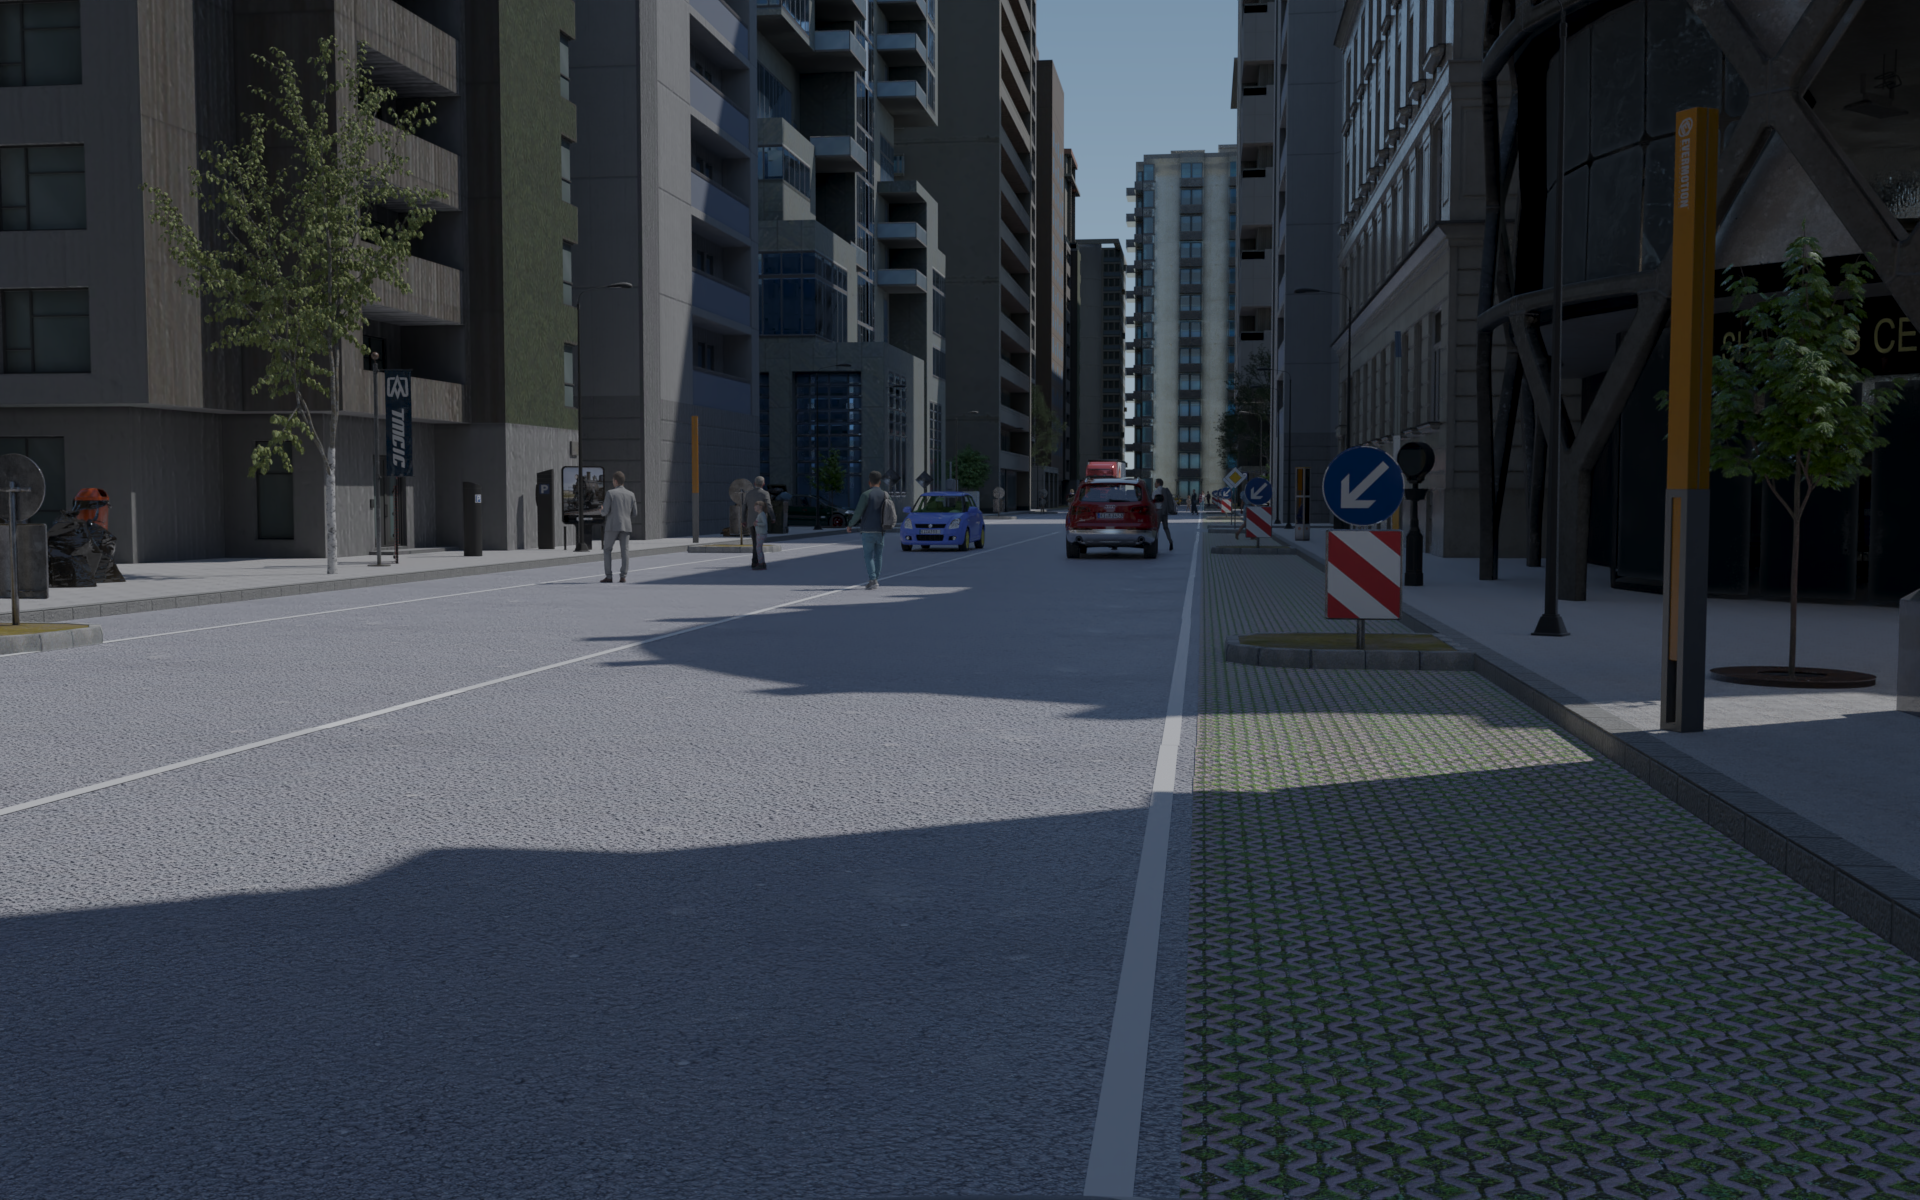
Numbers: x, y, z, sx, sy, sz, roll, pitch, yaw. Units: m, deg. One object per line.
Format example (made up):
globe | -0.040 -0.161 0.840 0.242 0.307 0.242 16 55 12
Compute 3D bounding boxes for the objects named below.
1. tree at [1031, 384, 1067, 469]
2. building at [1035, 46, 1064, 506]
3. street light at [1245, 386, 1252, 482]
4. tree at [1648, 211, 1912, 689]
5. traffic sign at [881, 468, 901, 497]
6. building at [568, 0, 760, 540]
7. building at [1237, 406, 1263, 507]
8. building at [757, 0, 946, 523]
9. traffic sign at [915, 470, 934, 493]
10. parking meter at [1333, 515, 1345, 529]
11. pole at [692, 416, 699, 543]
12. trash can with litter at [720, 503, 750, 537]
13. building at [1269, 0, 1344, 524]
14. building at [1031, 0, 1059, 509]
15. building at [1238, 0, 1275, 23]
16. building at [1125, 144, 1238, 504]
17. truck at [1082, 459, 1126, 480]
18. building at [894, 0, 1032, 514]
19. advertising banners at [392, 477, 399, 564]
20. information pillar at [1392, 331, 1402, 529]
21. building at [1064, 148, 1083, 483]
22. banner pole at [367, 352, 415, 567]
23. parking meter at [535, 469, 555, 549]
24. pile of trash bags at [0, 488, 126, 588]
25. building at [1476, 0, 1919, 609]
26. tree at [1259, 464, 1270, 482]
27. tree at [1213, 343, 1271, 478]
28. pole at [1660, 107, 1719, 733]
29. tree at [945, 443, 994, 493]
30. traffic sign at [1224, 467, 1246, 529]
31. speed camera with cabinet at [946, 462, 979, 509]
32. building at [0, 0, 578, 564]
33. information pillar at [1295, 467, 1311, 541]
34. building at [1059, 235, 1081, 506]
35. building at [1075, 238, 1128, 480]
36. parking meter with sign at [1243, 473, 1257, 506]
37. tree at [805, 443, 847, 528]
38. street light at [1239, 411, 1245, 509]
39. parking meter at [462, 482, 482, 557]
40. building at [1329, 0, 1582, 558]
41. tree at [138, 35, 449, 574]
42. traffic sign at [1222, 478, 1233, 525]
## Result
tree | 4.387 -12.427 137.589 8.767 10.594 7.601 0 4 7
building | 3.119 -32.227 177.025 14.600 45.320 14.200 0 4 8
street light | 13.037 -6.201 73.935 1.470 5.913 1.316 0 4 8
tree | 5.846 -1.056 11.875 1.663 3.219 1.824 0 3 0
traffic sign | -2.621 -3.794 65.681 0.795 2.450 0.064 0 4 8
building | -21.521 -31.481 56.708 28.212 58.520 21.231 0 4 8
building | 37.748 -33.149 165.686 21.300 48.544 21.600 0 4 8
building | -12.096 -47.409 87.803 22.319 86.520 31.000 0 4 8
traffic sign | -1.511 -4.278 73.589 0.795 2.450 0.064 0 4 8
parking meter | 10.565 -2.600 48.229 0.255 1.863 0.399 2 4 24
pole | -6.936 -3.152 45.384 0.158 3.312 0.155 0 3 0
trash can with litter | -6.746 -2.486 52.026 1.055 1.170 0.624 2 4 30
building | 28.669 -32.709 76.796 28.212 58.520 21.231 0 4 8
building | -1.400 -44.102 159.325 20.563 71.187 20.611 0 4 8
building | 33.632 -32.724 124.271 28.713 52.752 27.495 0 4 8
building | 38.366 -37.920 239.599 30.456 49.044 23.786 0 4 8
truck | 11.924 -9.365 142.028 2.839 4.237 11.283 1 4 10
building | -6.565 -30.523 122.760 21.300 48.544 21.600 0 4 8
advertising banners | -10.444 -2.193 32.037 0.090 3.025 2.074 -1 4 -19
information pillar | 6.234 -2.042 24.742 0.183 3.616 0.504 1 4 12
building | 1.508 -34.217 214.079 28.867 44.769 22.147 0 4 8
banner pole | -10.088 -2.486 30.660 0.863 3.779 0.401 0 4 -1
parking meter | -9.624 -2.108 40.178 0.399 1.863 0.255 0 4 -2
pile of trash bags | -13.032 -0.932 24.999 1.912 1.369 3.447 -1 4 -8
building | 15.648 -9.528 23.233 16.820 18.784 16.811 0 4 8
tree | 16.881 -6.051 93.528 1.663 3.219 1.824 0 3 0
tree | 19.028 -10.597 107.667 7.601 10.594 8.767 -2 4 -28
pole | 3.915 -0.945 9.296 0.158 3.312 0.155 0 3 0
tree | 0.612 -7.712 109.799 4.285 4.588 4.351 0 3 0
traffic sign | 10.145 -3.684 63.875 0.795 2.450 0.064 0 4 8
speed camera with cabinet | 0.136 -6.811 105.692 2.038 3.252 0.660 1 4 18
building | -17.495 -16.239 37.212 14.160 30.474 14.107 0 4 8
information pillar | 9.405 -2.631 47.516 0.304 2.012 0.304 -3 5 -43
building | 5.820 -25.699 191.874 14.160 30.474 14.107 0 4 8
building | 11.628 -33.998 247.747 23.993 40.220 32.217 0 4 8
parking meter with sign | 23.955 -8.905 141.856 1.738 3.016 0.543 -2 4 -35
tree | -4.795 -4.331 65.420 1.663 3.219 1.824 0 3 0
street light | 16.350 -7.635 97.377 1.470 5.913 1.316 0 4 8
parking meter | -10.034 -1.666 35.649 0.372 1.533 0.369 0 3 0
building | 18.876 -13.083 47.183 16.112 22.955 30.059 0 4 8
tree | -10.312 -4.722 27.560 4.737 8.622 4.395 0 3 0
traffic sign | 11.255 -4.168 71.782 0.795 2.450 0.064 0 4 8
